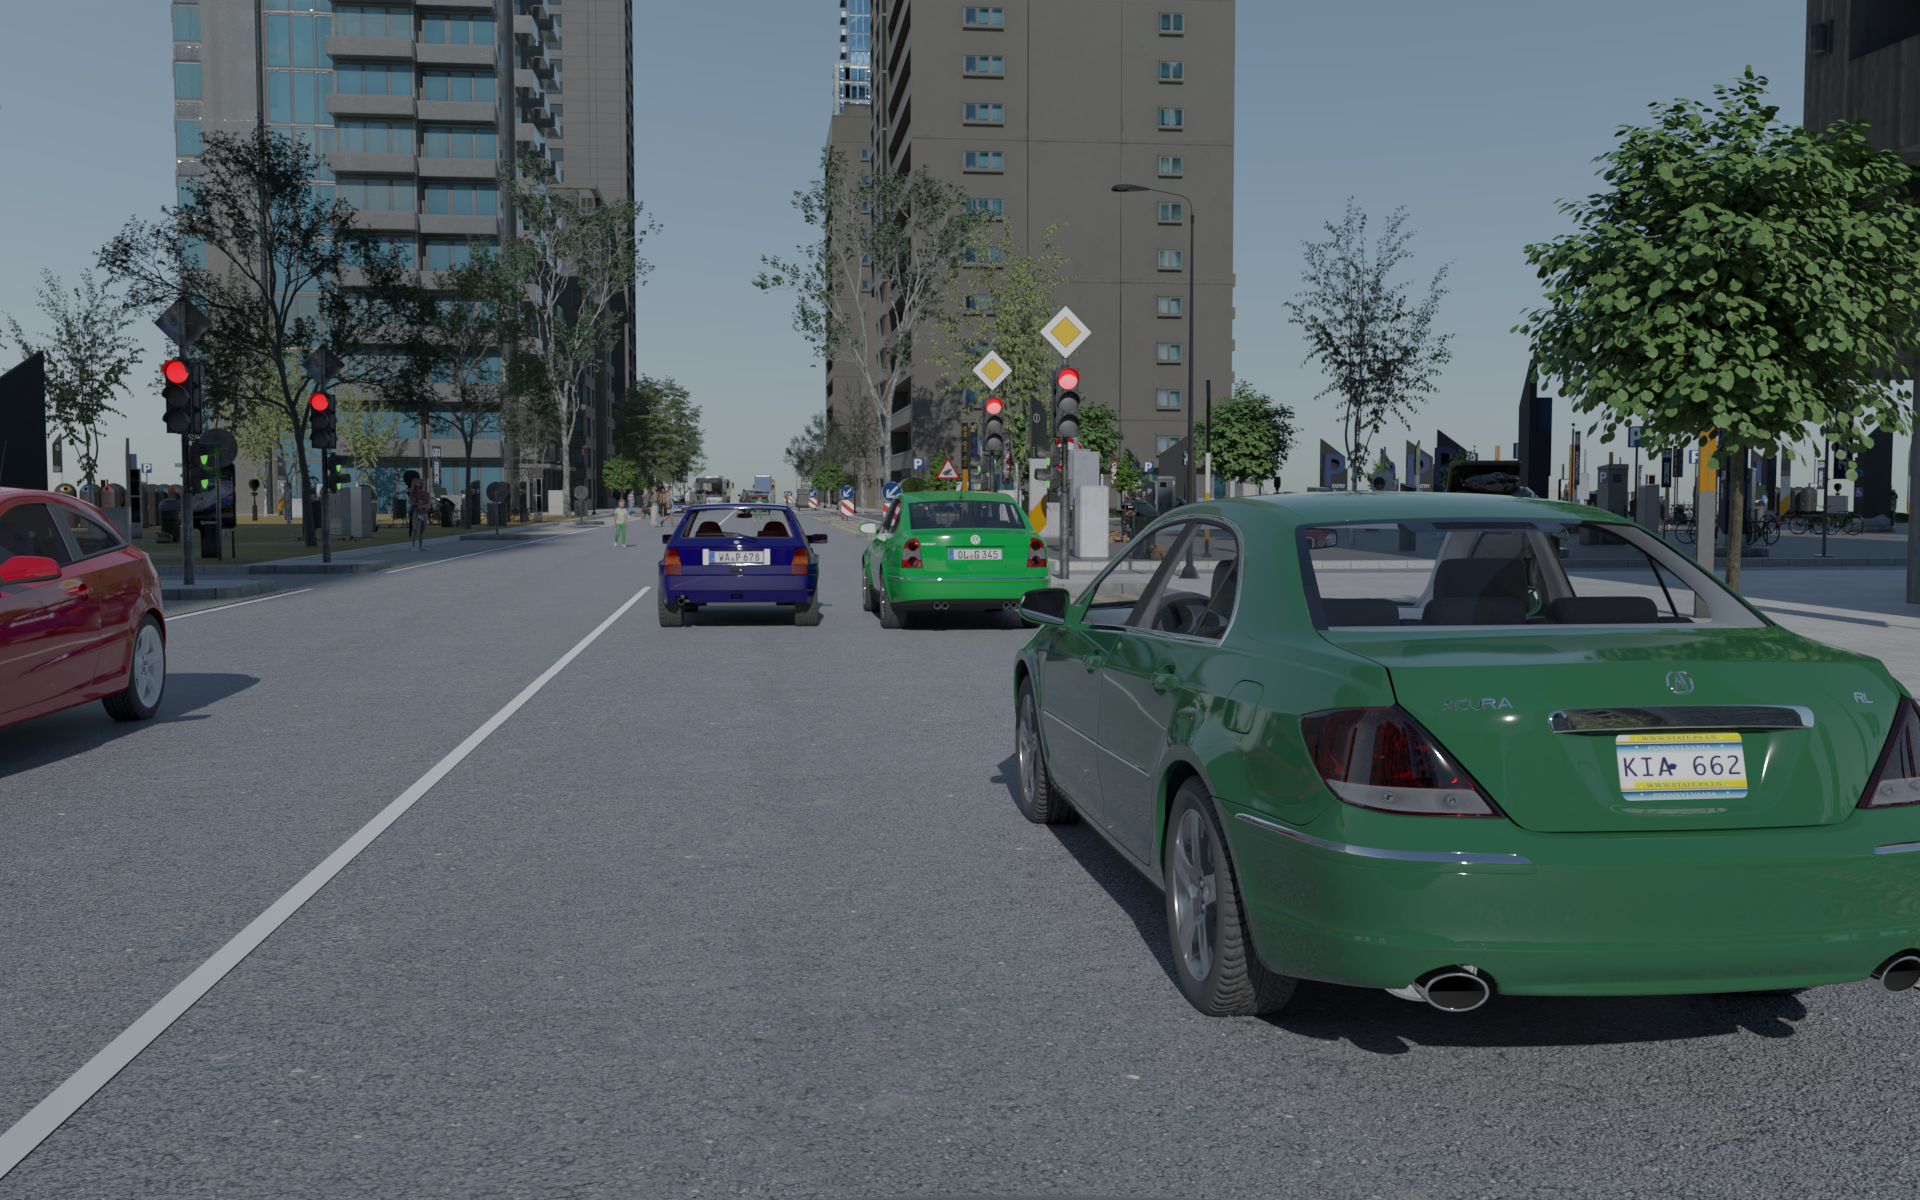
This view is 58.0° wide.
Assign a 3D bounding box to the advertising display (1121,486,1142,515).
[{"bbox_3d":[7.689,-4.431,77.652,0.974,1.923,0.123,-1,4,-11],"label":"advertising display"}]

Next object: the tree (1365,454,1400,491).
[{"bbox_3d":[20.273,-5.410,83.059,1.663,3.219,1.824,0,3,0],"label":"tree"}]

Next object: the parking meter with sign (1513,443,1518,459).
[{"bbox_3d":[18.770,-3.777,58.016,0.543,3.016,1.738,1,4,19],"label":"parking meter with sign"}]

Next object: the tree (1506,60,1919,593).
[{"bbox_3d":[5.958,-1.801,13.167,4.285,4.588,4.351,0,3,0],"label":"tree"}]

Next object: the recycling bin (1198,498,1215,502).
[{"bbox_3d":[14.819,-5.602,104.153,0.722,1.027,0.722,-2,4,-31],"label":"recycling bin"}]

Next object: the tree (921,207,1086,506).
[{"bbox_3d":[1.337,-5.731,44.069,4.737,8.622,4.395,0,3,0],"label":"tree"}]

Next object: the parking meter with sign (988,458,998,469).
[{"bbox_3d":[1.019,-5.229,81.757,0.543,3.016,1.738,3,5,43],"label":"parking meter with sign"}]

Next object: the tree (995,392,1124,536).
[{"bbox_3d":[2.663,-4.523,57.672,4.285,4.588,4.351,0,3,0],"label":"tree"}]

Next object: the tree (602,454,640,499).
[{"bbox_3d":[-27.375,-9.533,139.572,4.285,4.588,4.351,0,3,0],"label":"tree"}]

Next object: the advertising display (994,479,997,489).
[{"bbox_3d":[1.160,-4.346,76.277,0.974,1.923,0.123,2,4,31],"label":"advertising display"}]

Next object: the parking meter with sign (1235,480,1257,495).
[{"bbox_3d":[14.413,-5.500,86.178,1.738,3.016,0.543,-1,4,-22],"label":"parking meter with sign"}]

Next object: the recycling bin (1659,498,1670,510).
[{"bbox_3d":[40.639,-5.373,100.398,0.722,1.027,0.722,-3,5,-43],"label":"recycling bin"}]

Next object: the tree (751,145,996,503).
[{"bbox_3d":[-4.769,-14.605,94.684,12.611,20.169,13.585,0,3,0],"label":"tree"}]

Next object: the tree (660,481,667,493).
[{"bbox_3d":[-35.025,-12.744,202.962,1.663,3.219,1.824,0,3,0],"label":"tree"}]

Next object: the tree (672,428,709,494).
[{"bbox_3d":[-42.362,-20.767,265.290,9.928,11.665,9.643,0,3,0],"label":"tree"}]

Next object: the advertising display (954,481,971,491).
[{"bbox_3d":[0.133,-4.924,85.728,0.974,1.923,0.123,-3,4,-37],"label":"advertising display"}]

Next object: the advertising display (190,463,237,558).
[{"bbox_3d":[-15.009,-1.801,34.658,0.974,1.923,0.123,-1,4,-15],"label":"advertising display"}]

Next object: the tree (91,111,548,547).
[{"bbox_3d":[-16.153,-6.602,42.350,7.601,10.594,8.767,3,4,39],"label":"tree"}]

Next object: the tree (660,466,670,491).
[{"bbox_3d":[-34.007,-15.050,196.423,4.360,8.622,3.978,0,3,0],"label":"tree"}]

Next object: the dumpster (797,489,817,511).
[{"bbox_3d":[-13.234,-8.663,149.852,1.865,1.857,1.264,0,4,-7],"label":"dumpster"}]

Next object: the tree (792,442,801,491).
[{"bbox_3d":[-20.103,-17.077,229.565,4.360,8.622,3.978,0,3,0],"label":"tree"}]

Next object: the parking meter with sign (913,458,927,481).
[{"bbox_3d":[-1.700,-5.431,85.059,0.543,3.016,1.738,1,4,23],"label":"parking meter with sign"}]

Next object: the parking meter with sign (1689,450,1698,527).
[{"bbox_3d":[29.024,-4.361,67.563,0.543,3.016,1.738,0,4,1],"label":"parking meter with sign"}]

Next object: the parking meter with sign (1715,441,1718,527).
[{"bbox_3d":[25.831,-3.744,57.470,1.738,3.016,0.543,-1,4,-13],"label":"parking meter with sign"}]

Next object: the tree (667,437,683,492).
[{"bbox_3d":[-34.839,-15.732,207.576,4.737,8.622,4.395,0,3,0],"label":"tree"}]

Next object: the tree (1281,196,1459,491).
[{"bbox_3d":[10.230,-5.712,43.750,4.360,8.622,3.978,0,3,0],"label":"tree"}]

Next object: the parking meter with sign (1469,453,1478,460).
[{"bbox_3d":[20.987,-4.712,73.304,1.738,3.016,0.543,-1,4,-15],"label":"parking meter with sign"}]

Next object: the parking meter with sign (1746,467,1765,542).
[{"bbox_3d":[21.266,-3.093,46.823,0.543,3.016,1.738,2,4,33],"label":"parking meter with sign"}]

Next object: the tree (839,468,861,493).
[{"bbox_3d":[-8.087,-8.151,127.865,1.663,3.219,1.824,0,3,0],"label":"tree"}]

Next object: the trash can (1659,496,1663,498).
[{"bbox_3d":[46.457,-6.334,115.210,0.748,1.137,0.748,0,3,0],"label":"trash can"}]

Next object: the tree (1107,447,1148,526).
[{"bbox_3d":[6.661,-4.659,70.770,1.663,3.219,1.824,0,3,0],"label":"tree"}]

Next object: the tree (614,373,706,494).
[{"bbox_3d":[-31.892,-16.913,183.176,9.857,13.997,8.962,0,3,0],"label":"tree"}]

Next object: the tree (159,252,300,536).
[{"bbox_3d":[-22.660,-6.304,53.428,4.360,8.622,3.978,0,3,0],"label":"tree"}]

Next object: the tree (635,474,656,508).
[{"bbox_3d":[-29.562,-10.248,162.157,1.663,3.219,1.824,0,3,0],"label":"tree"}]

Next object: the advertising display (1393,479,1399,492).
[{"bbox_3d":[18.422,-4.213,74.089,0.974,1.923,0.123,-3,5,-41],"label":"advertising display"}]

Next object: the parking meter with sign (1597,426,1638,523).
[{"bbox_3d":[16.591,-2.925,44.092,1.738,3.016,0.543,-2,4,-24],"label":"parking meter with sign"}]

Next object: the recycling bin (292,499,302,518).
[{"bbox_3d":[-35.377,-4.872,92.205,0.722,1.027,0.722,-2,4,-27],"label":"recycling bin"}]

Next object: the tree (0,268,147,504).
[{"bbox_3d":[-28.245,-6.436,55.595,4.737,8.622,4.395,0,3,0],"label":"tree"}]

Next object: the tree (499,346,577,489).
[{"bbox_3d":[-21.069,-8.319,86.384,4.360,8.622,3.978,0,3,0],"label":"tree"}]

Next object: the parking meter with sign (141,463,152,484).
[{"bbox_3d":[-46.871,-6.291,99.117,1.738,3.016,0.543,3,5,42],"label":"parking meter with sign"}]

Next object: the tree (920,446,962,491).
[{"bbox_3d":[-0.871,-4.519,68.482,1.663,3.219,1.824,0,3,0],"label":"tree"}]

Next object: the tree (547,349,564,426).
[{"bbox_3d":[-17.931,-7.918,63.867,8.767,10.594,7.601,3,5,40],"label":"tree"}]

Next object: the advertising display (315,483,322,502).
[{"bbox_3d":[-36.301,-5.711,98.584,0.123,1.923,0.974,2,4,26],"label":"advertising display"}]

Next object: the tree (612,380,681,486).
[{"bbox_3d":[-31.729,-15.523,171.928,7.486,12.596,7.792,0,3,0],"label":"tree"}]

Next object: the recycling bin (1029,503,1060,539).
[{"bbox_3d":[2.453,-2.309,50.311,0.722,1.027,0.722,-1,4,-21],"label":"recycling bin"}]

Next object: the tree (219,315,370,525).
[{"bbox_3d":[-27.521,-7.346,70.476,4.737,8.622,4.395,0,3,0],"label":"tree"}]

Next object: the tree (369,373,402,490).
[{"bbox_3d":[-35.824,-9.367,103.505,4.737,8.622,4.395,0,3,0],"label":"tree"}]

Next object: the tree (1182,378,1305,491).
[{"bbox_3d":[8.021,-3.982,48.818,4.285,4.588,4.351,0,3,0],"label":"tree"}]

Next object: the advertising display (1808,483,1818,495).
[{"bbox_3d":[49.790,-5.867,101.139,0.974,1.923,0.123,-3,5,-39],"label":"advertising display"}]

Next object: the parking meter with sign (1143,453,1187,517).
[{"bbox_3d":[8.733,-4.712,73.304,1.738,3.016,0.543,2,4,27],"label":"parking meter with sign"}]

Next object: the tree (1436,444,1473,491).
[{"bbox_3d":[19.485,-4.481,67.872,1.663,3.219,1.824,0,3,0],"label":"tree"}]

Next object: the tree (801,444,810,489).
[{"bbox_3d":[-12.878,-13.407,169.567,4.360,8.622,3.978,0,3,0],"label":"tree"}]

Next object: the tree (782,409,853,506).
[{"bbox_3d":[-15.627,-15.720,191.432,8.767,10.594,7.601,0,4,3],"label":"tree"}]

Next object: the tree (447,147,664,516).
[{"bbox_3d":[-23.683,-14.780,97.537,12.611,20.169,13.585,0,3,0],"label":"tree"}]

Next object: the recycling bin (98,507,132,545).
[{"bbox_3d":[-16.564,-1.296,33.745,0.722,1.027,0.722,-1,4,-21],"label":"recycling bin"}]

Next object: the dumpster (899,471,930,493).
[{"bbox_3d":[-1.951,-4.329,73.278,1.502,2.255,1.985,0,4,-7],"label":"dumpster"}]

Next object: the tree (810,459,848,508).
[{"bbox_3d":[-13.907,-11.909,178.424,4.285,4.588,4.351,0,3,0],"label":"tree"}]

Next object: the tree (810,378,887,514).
[{"bbox_3d":[-6.289,-9.678,108.604,4.360,8.622,3.978,0,3,0],"label":"tree"}]

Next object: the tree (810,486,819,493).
[{"bbox_3d":[-18.556,-13.982,223.205,1.663,3.219,1.824,0,3,0],"label":"tree"}]
